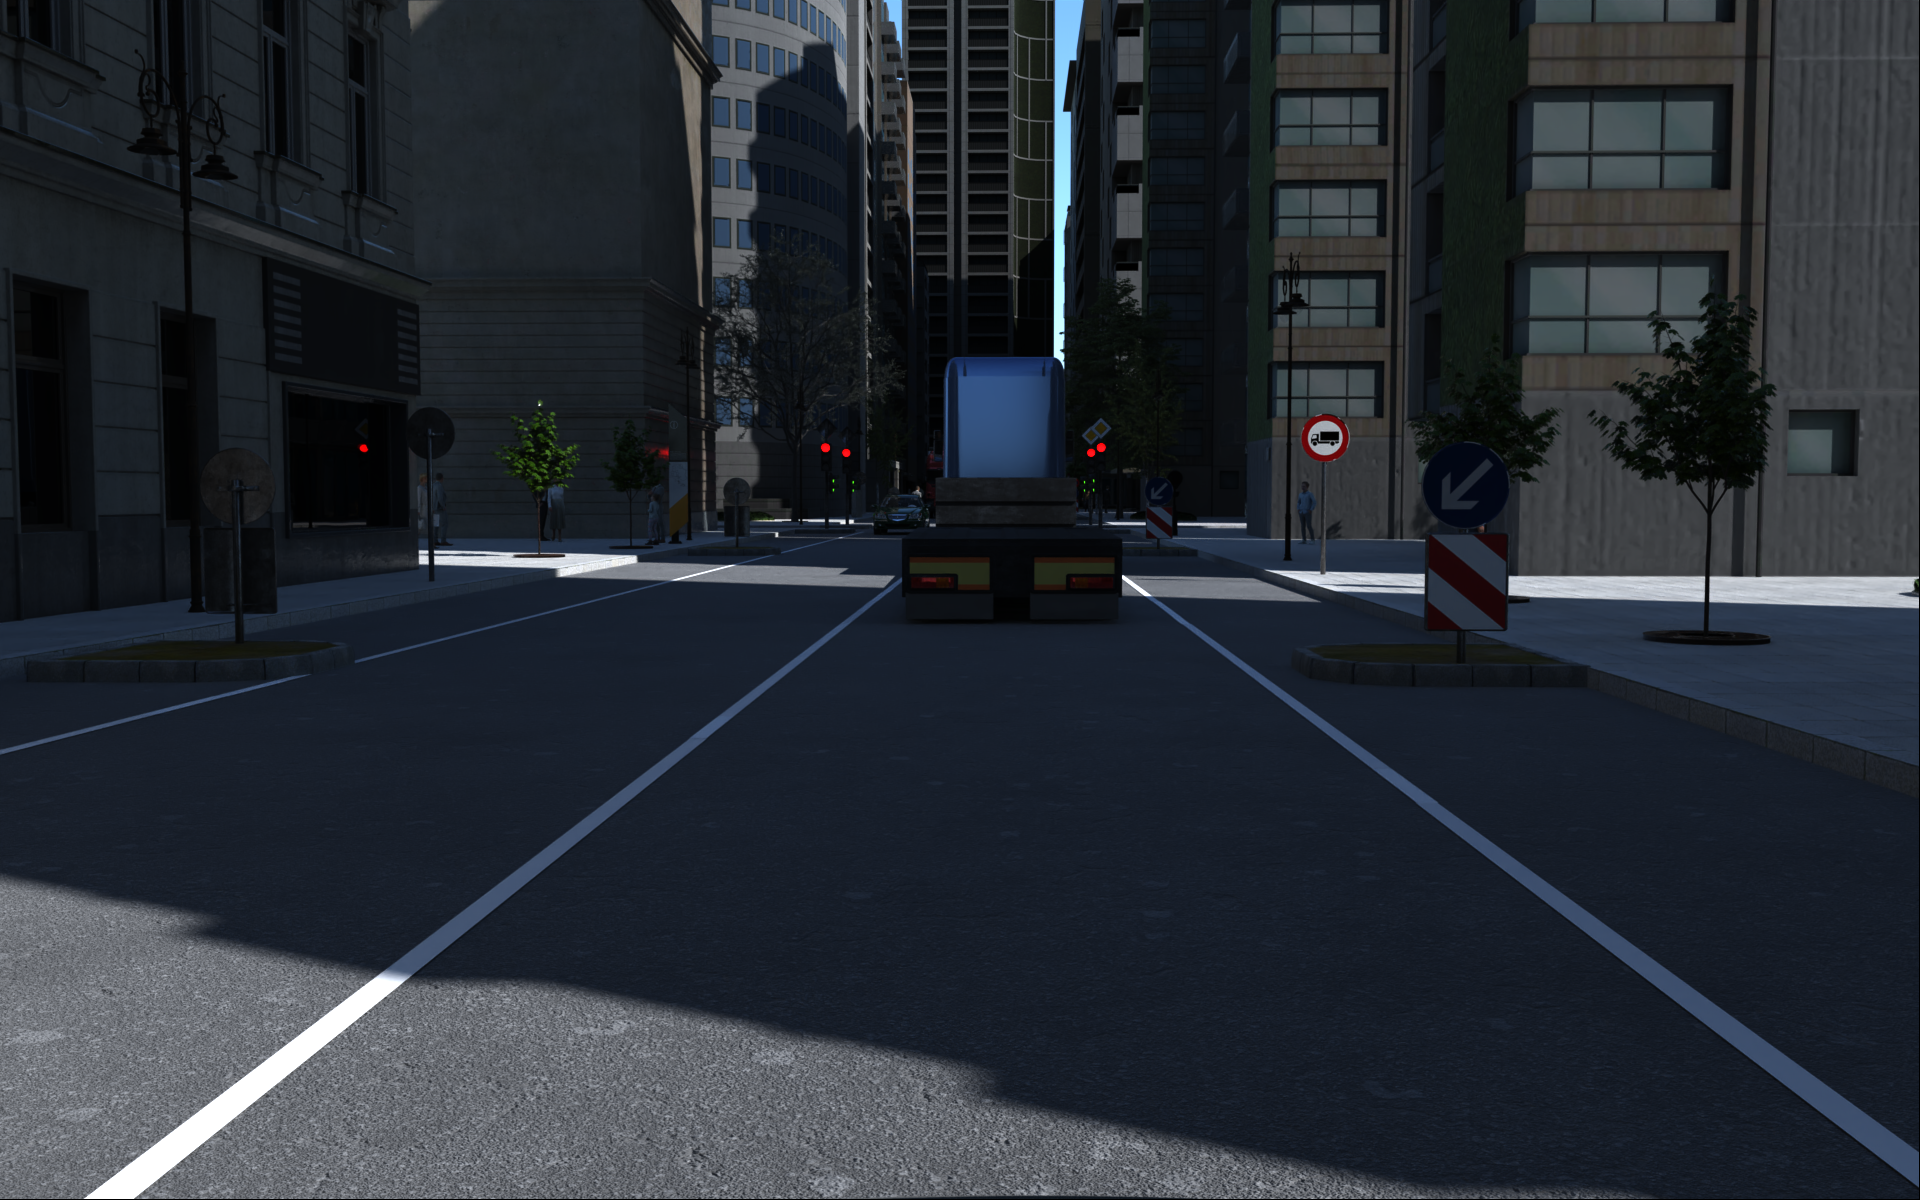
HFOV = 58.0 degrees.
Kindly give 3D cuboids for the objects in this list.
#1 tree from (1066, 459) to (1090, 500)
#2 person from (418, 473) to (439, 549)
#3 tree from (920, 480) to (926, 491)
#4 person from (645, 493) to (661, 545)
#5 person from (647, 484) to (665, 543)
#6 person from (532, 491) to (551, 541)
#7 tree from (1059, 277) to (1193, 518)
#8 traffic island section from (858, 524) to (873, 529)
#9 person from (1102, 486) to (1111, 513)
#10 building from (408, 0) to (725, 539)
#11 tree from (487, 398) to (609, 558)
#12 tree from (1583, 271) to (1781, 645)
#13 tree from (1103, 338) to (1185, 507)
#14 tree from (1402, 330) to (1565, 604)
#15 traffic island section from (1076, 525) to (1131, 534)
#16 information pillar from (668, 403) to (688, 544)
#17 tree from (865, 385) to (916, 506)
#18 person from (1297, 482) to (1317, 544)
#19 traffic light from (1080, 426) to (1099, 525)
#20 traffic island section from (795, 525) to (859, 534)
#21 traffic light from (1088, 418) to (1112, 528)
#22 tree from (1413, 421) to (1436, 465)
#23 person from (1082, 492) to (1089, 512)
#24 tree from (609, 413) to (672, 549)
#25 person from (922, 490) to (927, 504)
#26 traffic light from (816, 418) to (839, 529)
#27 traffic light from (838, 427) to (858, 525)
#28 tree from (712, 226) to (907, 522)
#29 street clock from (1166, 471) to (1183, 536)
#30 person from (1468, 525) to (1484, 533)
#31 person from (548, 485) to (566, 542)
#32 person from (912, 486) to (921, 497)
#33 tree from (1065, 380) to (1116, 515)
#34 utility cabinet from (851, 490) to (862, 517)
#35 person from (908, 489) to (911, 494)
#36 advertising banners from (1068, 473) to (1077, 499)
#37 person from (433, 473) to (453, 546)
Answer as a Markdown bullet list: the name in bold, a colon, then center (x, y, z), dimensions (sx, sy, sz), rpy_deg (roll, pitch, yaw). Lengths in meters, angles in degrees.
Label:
- **tree**: center (10.279, -10.131, 149.347), dimensions (4.285, 4.588, 4.351), rpy_deg (0, 3, 0)
- **person**: center (-12.587, -2.095, 40.657), dimensions (0.624, 1.780, 0.694), rpy_deg (1, 4, 19)
- **tree**: center (-3.389, -12.096, 192.368), dimensions (1.663, 3.219, 1.824), rpy_deg (0, 3, 0)
- **person**: center (-7.720, -2.027, 43.466), dimensions (0.394, 1.301, 0.425), rpy_deg (1, 4, 9)
- **person**: center (-8.010, -2.403, 45.515), dimensions (0.511, 1.800, 0.466), rpy_deg (3, 4, 39)
- **person**: center (-11.407, -2.582, 47.628), dimensions (0.474, 1.900, 0.648), rpy_deg (1, 4, 21)
- **tree**: center (8.359, -10.592, 91.303), dimensions (7.486, 12.596, 7.792), rpy_deg (0, 3, 0)
- **traffic island section**: center (-4.709, -3.044, 72.044), dimensions (2.009, 0.180, 2.903), rpy_deg (0, 4, 2)
- **person**: center (9.784, -6.708, 115.501), dimensions (0.659, 1.850, 0.755), rpy_deg (2, 4, 29)
- **building**: center (-25.706, -14.507, 56.278), dimensions (34.723, 24.649, 14.460), rpy_deg (0, 4, 2)
- **tree**: center (-8.434, -2.479, 35.136), dimensions (1.663, 3.219, 1.824), rpy_deg (0, 3, 0)
- **tree**: center (6.630, -1.259, 15.188), dimensions (1.663, 3.219, 1.824), rpy_deg (0, 3, 0)
- **tree**: center (8.778, -7.988, 80.971), dimensions (4.737, 8.622, 4.395), rpy_deg (0, 3, 0)
- **tree**: center (6.390, -1.589, 20.582), dimensions (1.663, 3.219, 1.824), rpy_deg (0, 3, 0)
- **traffic island section**: center (5.190, -2.537, 63.757), dimensions (2.009, 0.180, 2.903), rpy_deg (0, 4, 2)
- **information pillar**: center (-7.272, -3.259, 44.634), dimensions (0.504, 3.616, 0.183), rpy_deg (0, 4, -5)
- **tree**: center (-5.344, -10.200, 117.126), dimensions (4.737, 8.622, 4.395), rpy_deg (0, 3, 0)
- **person**: center (8.847, -2.233, 44.357), dimensions (0.330, 1.601, 0.589), rpy_deg (-2, 4, -35)
- **traffic light**: center (5.388, -5.058, 71.626), dimensions (0.839, 4.253, 0.868), rpy_deg (0, 4, 2)
- **traffic island section**: center (-4.947, -2.555, 64.062), dimensions (2.009, 0.180, 2.903), rpy_deg (0, 4, 2)
- **traffic light**: center (5.150, -4.570, 63.644), dimensions (0.839, 4.253, 0.868), rpy_deg (0, 4, 2)
- **tree**: center (13.712, -3.778, 45.488), dimensions (4.285, 4.588, 4.351), rpy_deg (0, 3, 0)
- **person**: center (8.968, -7.127, 122.482), dimensions (0.656, 1.842, 0.836), rpy_deg (-1, 4, -9)
- **tree**: center (-7.838, -2.818, 40.676), dimensions (1.663, 3.219, 1.824), rpy_deg (0, 3, 0)
- **person**: center (-3.438, -9.974, 170.031), dimensions (0.541, 1.710, 0.530), rpy_deg (0, 4, -4)
- **traffic light**: center (-4.907, -4.588, 63.926), dimensions (0.839, 4.253, 0.868), rpy_deg (0, 4, 2)
- **traffic light**: center (-4.669, -5.076, 71.908), dimensions (0.839, 4.253, 0.868), rpy_deg (0, 4, 2)
- **tree**: center (-7.634, -10.338, 79.399), dimensions (12.009, 13.543, 11.850), rpy_deg (0, 3, 0)
- **street clock**: center (6.621, -2.992, 53.483), dimensions (0.471, 2.002, 0.358), rpy_deg (0, 4, -4)
- **person**: center (6.938, -1.050, 23.396), dimensions (0.419, 1.800, 0.721), rpy_deg (1, 4, 12)
- **person**: center (-10.903, -2.475, 46.730), dimensions (0.478, 1.798, 0.641), rpy_deg (-1, 4, -21)
- **person**: center (-2.066, -4.510, 82.364), dimensions (0.709, 1.813, 0.853), rpy_deg (2, 4, 28)
- **tree**: center (8.336, -9.669, 108.445), dimensions (4.360, 8.622, 3.978), rpy_deg (0, 3, 0)
- **utility cabinet**: center (-5.662, -5.270, 94.850), dimensions (0.318, 1.500, 1.173), rpy_deg (1, 4, 12)
- **person**: center (-4.486, -9.186, 156.965), dimensions (0.721, 1.736, 1.217), rpy_deg (0, 4, -2)
- **advertising banners**: center (9.209, -8.932, 142.219), dimensions (0.090, 3.025, 2.074), rpy_deg (-1, 4, -18)
- **person**: center (-12.949, -2.258, 43.059), dimensions (0.635, 1.810, 0.391), rpy_deg (3, 5, 40)
